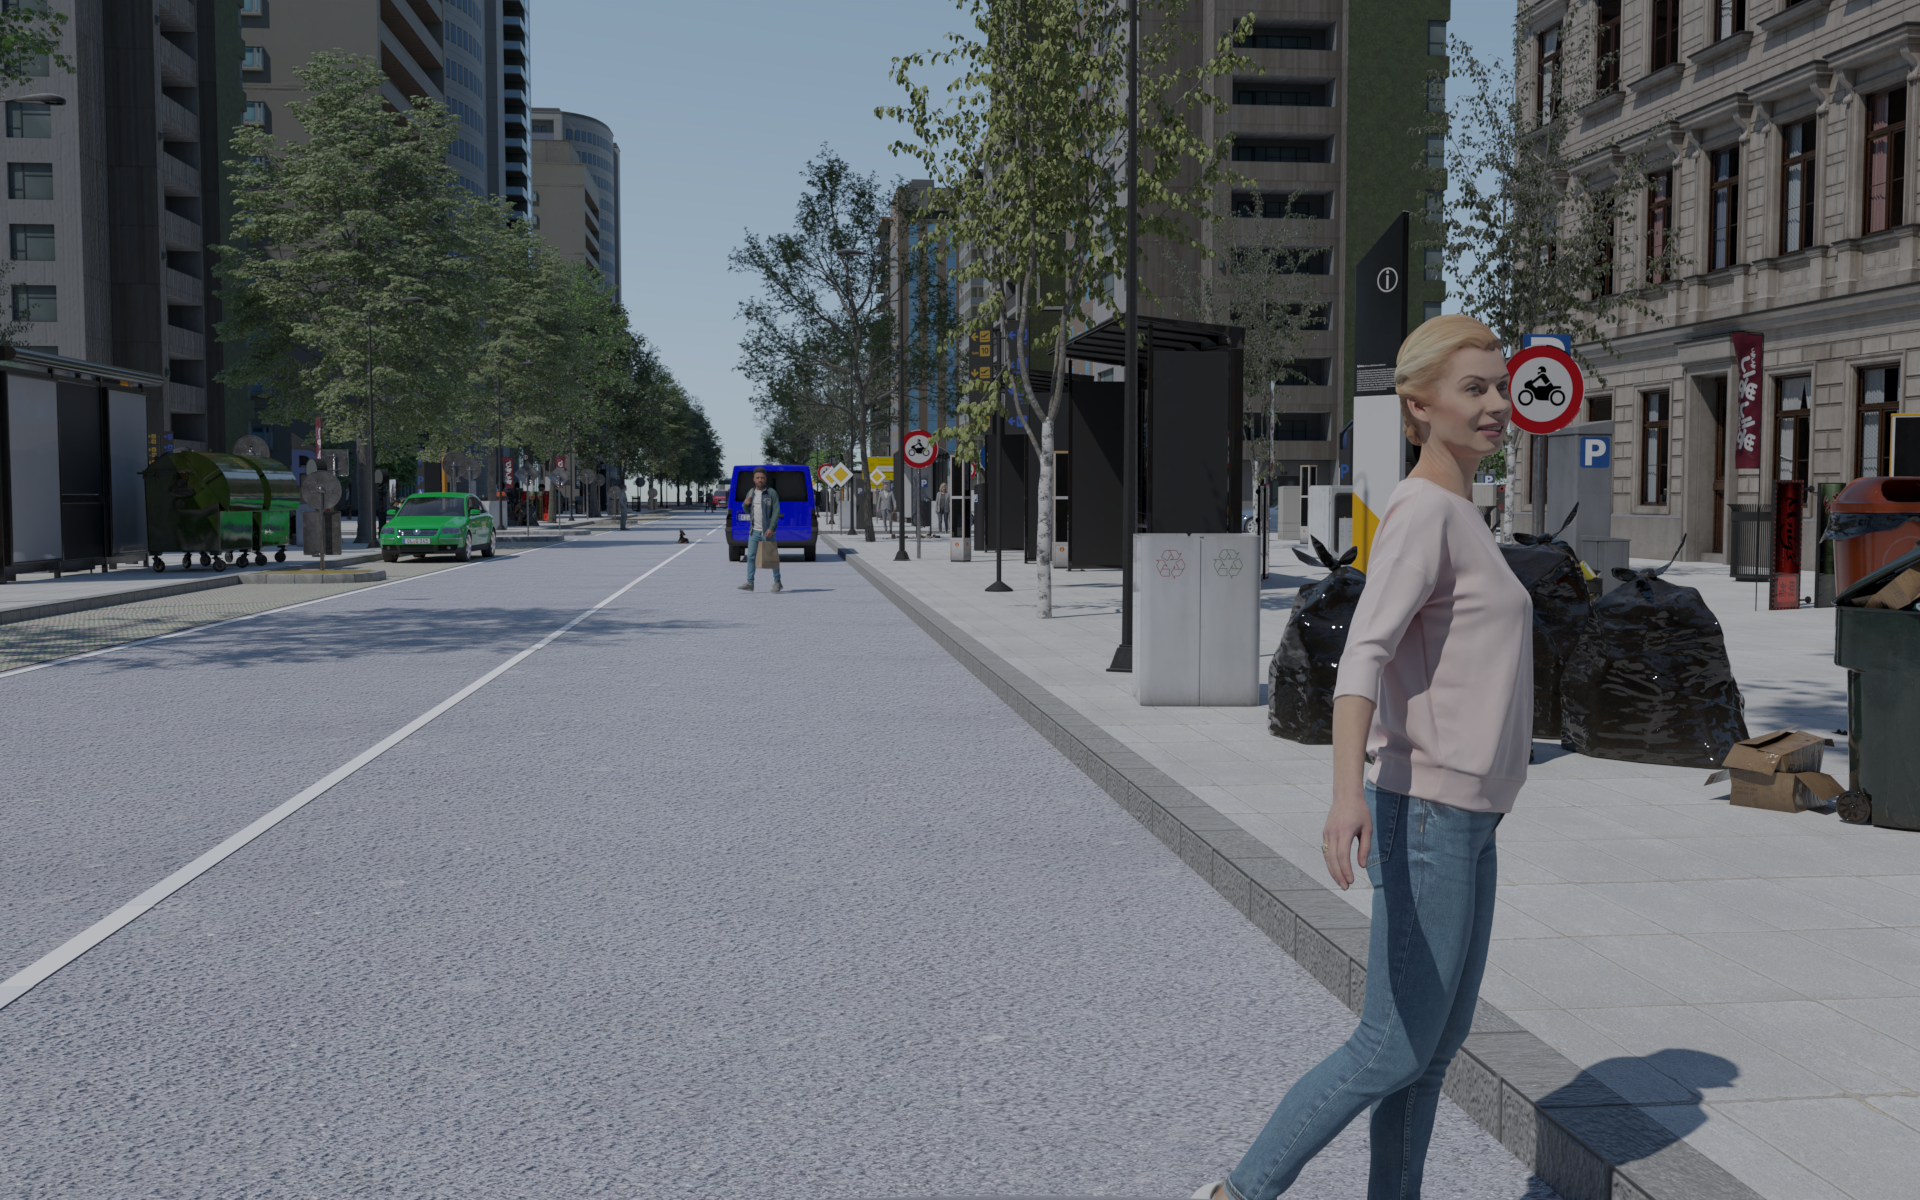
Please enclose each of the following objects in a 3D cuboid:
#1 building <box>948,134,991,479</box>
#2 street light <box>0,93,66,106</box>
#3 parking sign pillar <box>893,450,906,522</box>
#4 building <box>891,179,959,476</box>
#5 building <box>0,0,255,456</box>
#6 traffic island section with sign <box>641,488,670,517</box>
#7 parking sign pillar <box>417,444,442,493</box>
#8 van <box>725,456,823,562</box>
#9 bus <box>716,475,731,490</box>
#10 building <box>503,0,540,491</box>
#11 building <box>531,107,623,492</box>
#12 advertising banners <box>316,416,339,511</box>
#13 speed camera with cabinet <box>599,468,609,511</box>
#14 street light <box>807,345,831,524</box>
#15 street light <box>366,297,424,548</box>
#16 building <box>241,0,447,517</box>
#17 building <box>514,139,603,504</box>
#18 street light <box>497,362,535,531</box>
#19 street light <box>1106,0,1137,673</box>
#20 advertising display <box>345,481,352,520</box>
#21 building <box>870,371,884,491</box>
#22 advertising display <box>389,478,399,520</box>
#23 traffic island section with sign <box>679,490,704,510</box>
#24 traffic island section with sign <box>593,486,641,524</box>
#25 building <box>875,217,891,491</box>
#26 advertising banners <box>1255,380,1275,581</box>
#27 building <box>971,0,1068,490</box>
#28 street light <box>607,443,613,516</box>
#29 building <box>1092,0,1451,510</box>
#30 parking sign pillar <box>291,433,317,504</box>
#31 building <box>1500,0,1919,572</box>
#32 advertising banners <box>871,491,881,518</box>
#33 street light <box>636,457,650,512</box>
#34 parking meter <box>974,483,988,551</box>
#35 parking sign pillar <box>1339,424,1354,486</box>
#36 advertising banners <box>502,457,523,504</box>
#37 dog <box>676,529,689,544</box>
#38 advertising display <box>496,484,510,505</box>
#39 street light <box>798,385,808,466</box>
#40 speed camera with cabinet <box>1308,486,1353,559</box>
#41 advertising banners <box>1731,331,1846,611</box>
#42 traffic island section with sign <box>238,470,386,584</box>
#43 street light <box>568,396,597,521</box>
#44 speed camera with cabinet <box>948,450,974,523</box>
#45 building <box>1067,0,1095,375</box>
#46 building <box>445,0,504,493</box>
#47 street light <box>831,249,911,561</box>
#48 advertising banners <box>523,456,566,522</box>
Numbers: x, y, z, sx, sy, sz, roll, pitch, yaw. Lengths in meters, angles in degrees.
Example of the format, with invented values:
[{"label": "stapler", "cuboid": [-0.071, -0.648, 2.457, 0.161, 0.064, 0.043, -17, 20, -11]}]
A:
[{"label": "building", "cuboid": [12.772, -30.404, 188.990, 32.217, 40.220, 23.993, 0, 4, -6]}, {"label": "street light", "cuboid": [-11.072, -2.915, 20.197, 1.470, 5.913, 1.316, 0, 4, -6]}, {"label": "parking sign pillar", "cuboid": [-2.358, -5.521, 78.745, 1.447, 3.967, 1.447, 1, 4, 20]}, {"label": "building", "cuboid": [-2.440, -36.460, 246.233, 14.600, 45.320, 14.200, 0, 4, -6]}, {"label": "building", "cuboid": [-41.519, -18.761, 78.446, 14.160, 30.474, 14.107, 0, 4, -6]}, {"label": "traffic island section with sign", "cuboid": [-19.542, -6.227, 110.446, 1.989, 1.847, 2.006, 0, 4, -6]}, {"label": "parking sign pillar", "cuboid": [-29.237, -6.591, 96.242, 1.447, 3.967, 1.447, 1, 4, 10]}, {"label": "van", "cuboid": [-4.154, -2.088, 38.517, 2.240, 2.365, 5.245, 0, 4, -5]}, {"label": "bus", "cuboid": [-25.610, -12.211, 194.516, 2.948, 3.499, 13.247, 0, 4, -5]}, {"label": "building", "cuboid": [-54.353, -52.731, 174.826, 22.319, 86.520, 31.000, 0, 4, -6]}, {"label": "building", "cuboid": [-63.378, -44.157, 263.969, 21.231, 58.520, 28.212, 0, 4, -6]}, {"label": "advertising banners", "cuboid": [-14.001, -2.576, 38.306, 0.090, 3.025, 2.074, -2, 4, -31]}, {"label": "speed camera with cabinet", "cuboid": [-26.754, -8.413, 131.890, 2.038, 3.252, 0.660, 2, 4, 26]}, {"label": "street light", "cuboid": [-3.902, -4.972, 53.832, 1.470, 5.913, 1.316, 0, 4, -6]}, {"label": "street light", "cuboid": [-13.349, -4.183, 40.940, 1.470, 5.913, 1.316, 0, 4, -6]}, {"label": "building", "cuboid": [-44.401, -29.532, 106.547, 21.300, 48.544, 21.600, 0, 4, -6]}, {"label": "building", "cuboid": [-61.461, -37.662, 239.475, 21.300, 48.544, 21.600, 0, 4, -6]}, {"label": "street light", "cuboid": [-15.642, -5.407, 60.941, 1.470, 5.913, 1.316, 0, 4, -6]}, {"label": "street light", "cuboid": [0.691, -2.434, 12.339, 1.470, 5.913, 1.316, 0, 4, -6]}, {"label": "advertising display", "cuboid": [-30.646, -4.991, 86.815, 0.123, 1.923, 0.974, -2, 4, -30]}, {"label": "building", "cuboid": [-8.237, -31.729, 290.471, 14.160, 30.474, 14.107, 0, 4, -6]}, {"label": "advertising display", "cuboid": [-23.369, -4.056, 71.531, 0.123, 1.923, 0.974, -2, 4, -34]}, {"label": "traffic island section with sign", "cuboid": [-24.990, -9.266, 160.123, 1.989, 1.847, 2.006, 0, 4, -6]}, {"label": "traffic island section with sign", "cuboid": [-16.570, -4.574, 83.407, 1.989, 1.847, 2.006, 0, 4, -6]}, {"label": "building", "cuboid": [-1.767, -37.515, 267.994, 22.147, 44.769, 28.867, 0, 4, -6]}, {"label": "advertising banners", "cuboid": [4.614, -1.829, 26.091, 0.090, 3.025, 2.074, 1, 4, 16]}, {"label": "building", "cuboid": [11.516, -42.154, 127.466, 20.563, 71.187, 20.611, 0, 4, -6]}, {"label": "street light", "cuboid": [-20.295, -7.977, 102.969, 1.470, 5.913, 1.316, 0, 4, -6]}, {"label": "building", "cuboid": [14.582, -19.157, 84.922, 14.107, 30.474, 14.160, 0, 4, -6]}, {"label": "parking sign pillar", "cuboid": [-28.697, -5.363, 76.149, 1.447, 3.967, 1.447, 0, 4, -7]}, {"label": "building", "cuboid": [18.456, -10.234, 31.951, 10.561, 19.102, 19.286, 0, 4, -6]}, {"label": "advertising banners", "cuboid": [-3.803, -6.164, 96.962, 2.074, 3.025, 0.090, -1, 4, -17]}, {"label": "street light", "cuboid": [-22.474, -9.247, 123.722, 1.470, 5.913, 1.316, 0, 4, -6]}, {"label": "parking meter", "cuboid": [0.499, -1.880, 39.157, 0.372, 1.533, 0.369, 0, 3, 0]}, {"label": "parking sign pillar", "cuboid": [11.389, -3.710, 49.130, 1.447, 3.967, 1.447, -2, 4, -31]}, {"label": "advertising banners", "cuboid": [-20.557, -5.238, 81.834, 2.074, 3.025, 0.090, -1, 4, -20]}, {"label": "dog", "cuboid": [-8.121, -1.845, 50.366, 0.550, 0.427, 0.748, 1, 4, 13]}, {"label": "advertising display", "cuboid": [-28.741, -6.335, 108.792, 0.974, 1.923, 0.123, 0, 4, 4]}, {"label": "street light", "cuboid": [-5.967, -6.150, 73.100, 1.470, 5.913, 1.316, 0, 4, -6]}, {"label": "speed camera with cabinet", "cuboid": [7.882, -2.469, 34.697, 2.038, 3.252, 0.660, -3, 4, -37]}, {"label": "advertising banners", "cuboid": [9.168, -1.403, 19.124, 2.074, 3.025, 0.090, -2, 4, -28]}, {"label": "traffic island section with sign", "cuboid": [-10.545, -1.209, 28.390, 1.989, 1.847, 2.006, 0, 4, -6]}, {"label": "street light", "cuboid": [-17.904, -6.702, 82.118, 1.470, 5.913, 1.316, 0, 4, -6]}, {"label": "speed camera with cabinet", "cuboid": [0.494, -5.074, 77.295, 2.038, 3.252, 0.660, 2, 4, 33]}, {"label": "building", "cuboid": [14.435, -27.704, 103.065, 14.600, 45.320, 14.200, 0, 4, -6]}, {"label": "building", "cuboid": [-51.027, -36.913, 145.530, 21.231, 58.520, 28.212, 0, 4, -6]}, {"label": "street light", "cuboid": [-1.653, -3.702, 33.074, 1.470, 5.913, 1.316, 0, 4, -6]}, {"label": "advertising banners", "cuboid": [-19.263, -5.164, 80.612, 2.074, 3.025, 0.090, 1, 4, 15]}]
